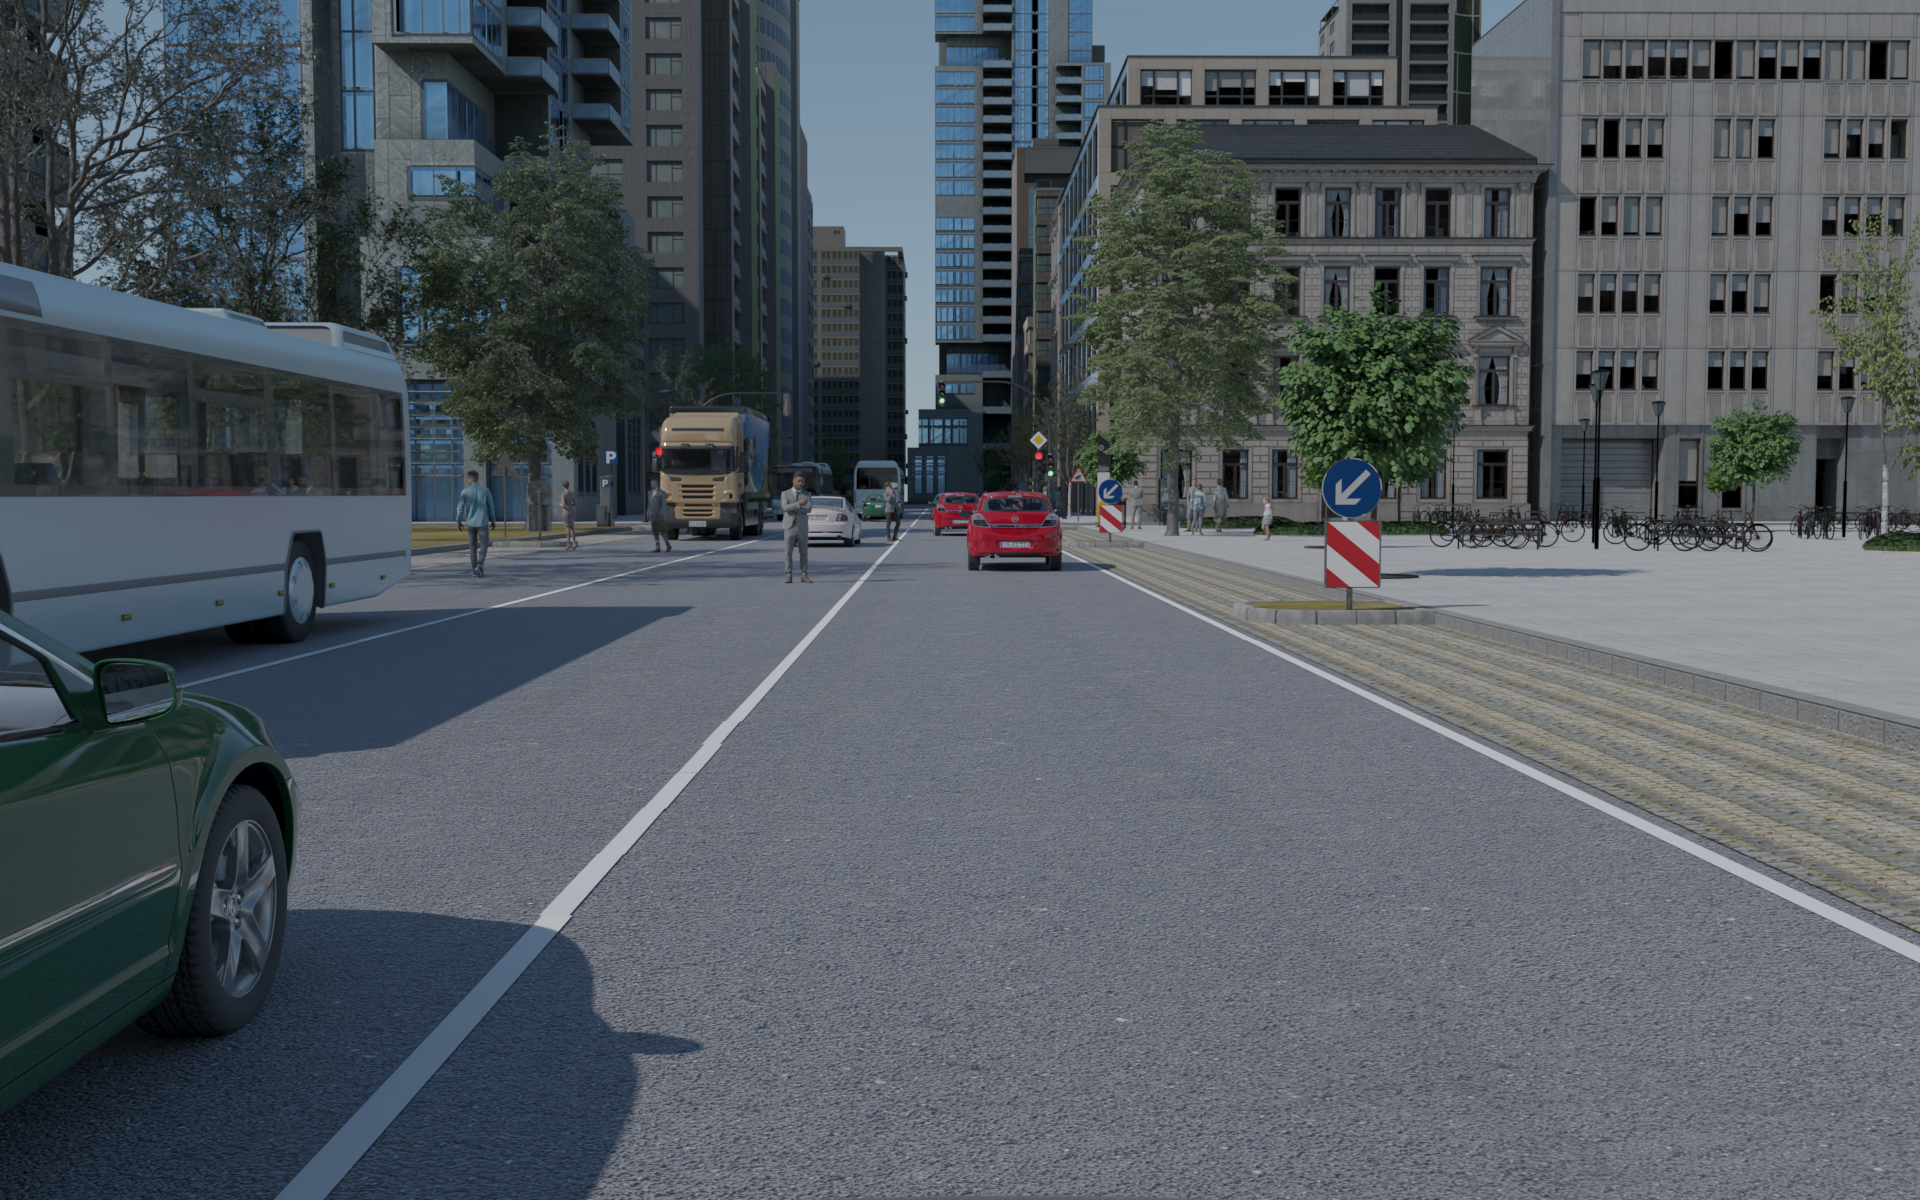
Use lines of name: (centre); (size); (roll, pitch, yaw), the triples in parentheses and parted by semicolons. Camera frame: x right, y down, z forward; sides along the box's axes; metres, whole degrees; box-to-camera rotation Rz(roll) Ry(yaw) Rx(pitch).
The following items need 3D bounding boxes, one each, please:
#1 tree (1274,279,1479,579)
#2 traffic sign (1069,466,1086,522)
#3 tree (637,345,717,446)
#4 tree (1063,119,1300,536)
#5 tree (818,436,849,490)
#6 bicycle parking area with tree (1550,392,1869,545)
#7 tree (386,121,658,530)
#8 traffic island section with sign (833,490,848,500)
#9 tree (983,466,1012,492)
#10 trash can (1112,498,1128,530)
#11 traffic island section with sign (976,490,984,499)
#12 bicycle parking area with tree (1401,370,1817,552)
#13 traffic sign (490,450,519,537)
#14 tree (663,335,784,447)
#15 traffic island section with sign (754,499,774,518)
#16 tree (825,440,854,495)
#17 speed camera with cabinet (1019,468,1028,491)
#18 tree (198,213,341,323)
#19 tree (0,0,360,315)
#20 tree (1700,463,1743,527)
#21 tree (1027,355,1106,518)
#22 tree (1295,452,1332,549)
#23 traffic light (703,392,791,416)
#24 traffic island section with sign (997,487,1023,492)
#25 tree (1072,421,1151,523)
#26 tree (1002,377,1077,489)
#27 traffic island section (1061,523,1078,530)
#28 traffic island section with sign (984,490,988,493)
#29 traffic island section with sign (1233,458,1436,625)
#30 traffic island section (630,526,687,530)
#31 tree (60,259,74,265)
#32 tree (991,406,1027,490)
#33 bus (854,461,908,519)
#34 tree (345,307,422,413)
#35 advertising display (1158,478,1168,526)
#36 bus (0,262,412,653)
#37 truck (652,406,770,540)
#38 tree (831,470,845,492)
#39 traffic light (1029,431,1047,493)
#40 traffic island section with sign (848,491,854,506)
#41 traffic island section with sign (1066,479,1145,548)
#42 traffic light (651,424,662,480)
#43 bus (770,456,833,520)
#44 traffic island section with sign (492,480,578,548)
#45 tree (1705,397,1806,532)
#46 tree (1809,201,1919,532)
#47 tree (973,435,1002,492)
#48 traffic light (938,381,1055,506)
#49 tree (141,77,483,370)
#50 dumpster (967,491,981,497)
tree: (6.318, -2.623, 26.597); (4.285, 4.588, 4.351); (0, 3, 0)
traffic sign: (5.433, -4.859, 79.448); (0.884, 2.594, 0.081); (0, 4, 6)
tree: (-14.277, -8.329, 86.534); (4.360, 8.622, 3.978); (0, 3, 0)
tree: (6.772, -8.258, 53.151); (7.486, 12.596, 7.792); (0, 3, 0)
tree: (-15.725, -16.184, 214.970); (4.737, 8.622, 4.395); (0, 3, 0)
bicycle parking area with tree: (23.710, -3.983, 52.129); (8.231, 4.147, 9.016); (3, 5, 41)
tree: (-15.113, -9.439, 60.986); (9.857, 13.997, 8.962); (0, 3, 0)
traffic island section with sign: (-12.912, -10.441, 179.333); (1.989, 1.847, 2.006); (0, 4, -1)
tree: (4.611, -15.055, 229.854); (4.285, 4.588, 4.351); (0, 3, 0)
trash can: (5.558, -3.023, 61.077); (0.748, 1.137, 0.748); (0, 3, 0)
traffic island section with sign: (2.105, -12.129, 206.944); (1.989, 1.847, 2.006); (0, 4, -1)
bicycle parking area with tree: (15.514, -3.403, 42.634); (9.016, 4.147, 8.231); (2, 4, 33)
traffic sign: (-13.544, -3.151, 51.525); (0.884, 2.594, 0.081); (0, 4, 7)
tree: (-15.499, -11.567, 114.882); (9.928, 11.665, 9.643); (0, 3, 0)
traffic island section with sign: (-12.052, -5.744, 102.542); (1.989, 1.847, 2.006); (0, 4, -1)
tree: (-15.970, -17.000, 228.315); (4.360, 8.622, 3.978); (0, 3, 0)
speed camera with cabinet: (4.808, -8.216, 128.667); (0.660, 3.252, 2.038); (0, 4, -4)
tree: (-18.362, -5.804, 45.255); (4.360, 8.622, 3.978); (0, 3, 0)
tree: (-14.524, -7.129, 26.934); (12.009, 13.543, 11.850); (0, 3, 0)
tree: (29.817, -4.495, 68.091); (1.663, 3.219, 1.824); (0, 3, 0)
tree: (5.826, -8.687, 92.397); (4.360, 8.622, 3.978); (0, 3, 0)
tree: (8.777, -2.828, 40.843); (1.663, 3.219, 1.824); (0, 3, 0)
traffic light: (-9.971, -6.289, 77.500); (4.771, 5.953, 1.251); (0, 4, -1)
traffic island section with sign: (3.261, -5.732, 102.342); (1.989, 1.847, 2.006); (0, 4, -1)
tree: (6.647, -5.701, 76.929); (4.285, 4.588, 4.351); (0, 3, 0)
tree: (5.265, -9.665, 108.386); (4.737, 8.622, 4.395); (0, 3, 0)
traffic island section: (3.627, -2.904, 69.760); (2.009, 0.180, 2.903); (0, 4, -1)
traffic island section with sign: (2.964, -7.380, 129.295); (1.989, 1.847, 2.006); (0, 4, -1)
traffic island section with sign: (4.191, -0.683, 19.801); (1.989, 1.847, 2.006); (0, 4, -1)
traffic island section: (-12.013, -2.894, 69.592); (2.009, 0.180, 2.903); (0, 4, -1)
tree: (-27.064, -6.113, 50.304); (4.360, 8.622, 3.978); (0, 3, 0)
tree: (4.827, -11.613, 140.237); (4.360, 8.622, 3.978); (0, 3, 0)
bus: (-4.661, -6.562, 102.150); (2.948, 3.499, 13.247); (0, 4, -1)
tree: (-22.798, -7.097, 66.390); (4.360, 8.622, 3.978); (0, 3, 0)
advertising display: (8.405, -3.988, 70.423); (0.123, 1.923, 0.974); (3, 5, 45)
bus: (-7.500, -1.138, 13.474); (2.948, 3.499, 13.247); (0, 4, -1)
truck: (-8.035, -4.187, 57.369); (2.839, 4.237, 11.283); (0, 4, -1)
tree: (-16.095, -14.424, 219.538); (4.285, 4.588, 4.351); (0, 3, 0)
traffic light: (3.498, -5.426, 77.630); (0.839, 4.253, 0.868); (0, 4, -1)
traffic island section with sign: (-13.228, -12.147, 207.229); (1.989, 1.847, 2.006); (0, 4, -1)
traffic island section with sign: (3.885, -2.332, 46.755); (1.989, 1.847, 2.006); (0, 4, -1)
traffic light: (-11.973, -4.926, 69.458); (0.839, 4.253, 0.868); (0, 4, -1)
bus: (-8.864, -6.297, 97.812); (2.948, 3.499, 13.247); (0, 4, -1)
traffic island section with sign: (-11.437, -2.340, 46.885); (1.989, 1.847, 2.006); (0, 4, -1)
tree: (26.825, -4.582, 58.630); (4.285, 4.588, 4.351); (0, 3, 0)
tree: (23.701, -5.708, 43.693); (4.737, 8.622, 4.395); (0, 3, 0)
tree: (3.792, -16.252, 216.080); (4.737, 8.622, 4.395); (0, 3, 0)
traffic light: (1.496, -5.799, 69.481); (4.771, 5.953, 1.251); (0, 4, -1)
tree: (-14.744, -6.321, 37.755); (8.767, 10.594, 7.601); (-1, 4, -18)
dumpster: (1.796, -12.929, 219.600); (1.865, 1.857, 1.264); (0, 4, 1)
